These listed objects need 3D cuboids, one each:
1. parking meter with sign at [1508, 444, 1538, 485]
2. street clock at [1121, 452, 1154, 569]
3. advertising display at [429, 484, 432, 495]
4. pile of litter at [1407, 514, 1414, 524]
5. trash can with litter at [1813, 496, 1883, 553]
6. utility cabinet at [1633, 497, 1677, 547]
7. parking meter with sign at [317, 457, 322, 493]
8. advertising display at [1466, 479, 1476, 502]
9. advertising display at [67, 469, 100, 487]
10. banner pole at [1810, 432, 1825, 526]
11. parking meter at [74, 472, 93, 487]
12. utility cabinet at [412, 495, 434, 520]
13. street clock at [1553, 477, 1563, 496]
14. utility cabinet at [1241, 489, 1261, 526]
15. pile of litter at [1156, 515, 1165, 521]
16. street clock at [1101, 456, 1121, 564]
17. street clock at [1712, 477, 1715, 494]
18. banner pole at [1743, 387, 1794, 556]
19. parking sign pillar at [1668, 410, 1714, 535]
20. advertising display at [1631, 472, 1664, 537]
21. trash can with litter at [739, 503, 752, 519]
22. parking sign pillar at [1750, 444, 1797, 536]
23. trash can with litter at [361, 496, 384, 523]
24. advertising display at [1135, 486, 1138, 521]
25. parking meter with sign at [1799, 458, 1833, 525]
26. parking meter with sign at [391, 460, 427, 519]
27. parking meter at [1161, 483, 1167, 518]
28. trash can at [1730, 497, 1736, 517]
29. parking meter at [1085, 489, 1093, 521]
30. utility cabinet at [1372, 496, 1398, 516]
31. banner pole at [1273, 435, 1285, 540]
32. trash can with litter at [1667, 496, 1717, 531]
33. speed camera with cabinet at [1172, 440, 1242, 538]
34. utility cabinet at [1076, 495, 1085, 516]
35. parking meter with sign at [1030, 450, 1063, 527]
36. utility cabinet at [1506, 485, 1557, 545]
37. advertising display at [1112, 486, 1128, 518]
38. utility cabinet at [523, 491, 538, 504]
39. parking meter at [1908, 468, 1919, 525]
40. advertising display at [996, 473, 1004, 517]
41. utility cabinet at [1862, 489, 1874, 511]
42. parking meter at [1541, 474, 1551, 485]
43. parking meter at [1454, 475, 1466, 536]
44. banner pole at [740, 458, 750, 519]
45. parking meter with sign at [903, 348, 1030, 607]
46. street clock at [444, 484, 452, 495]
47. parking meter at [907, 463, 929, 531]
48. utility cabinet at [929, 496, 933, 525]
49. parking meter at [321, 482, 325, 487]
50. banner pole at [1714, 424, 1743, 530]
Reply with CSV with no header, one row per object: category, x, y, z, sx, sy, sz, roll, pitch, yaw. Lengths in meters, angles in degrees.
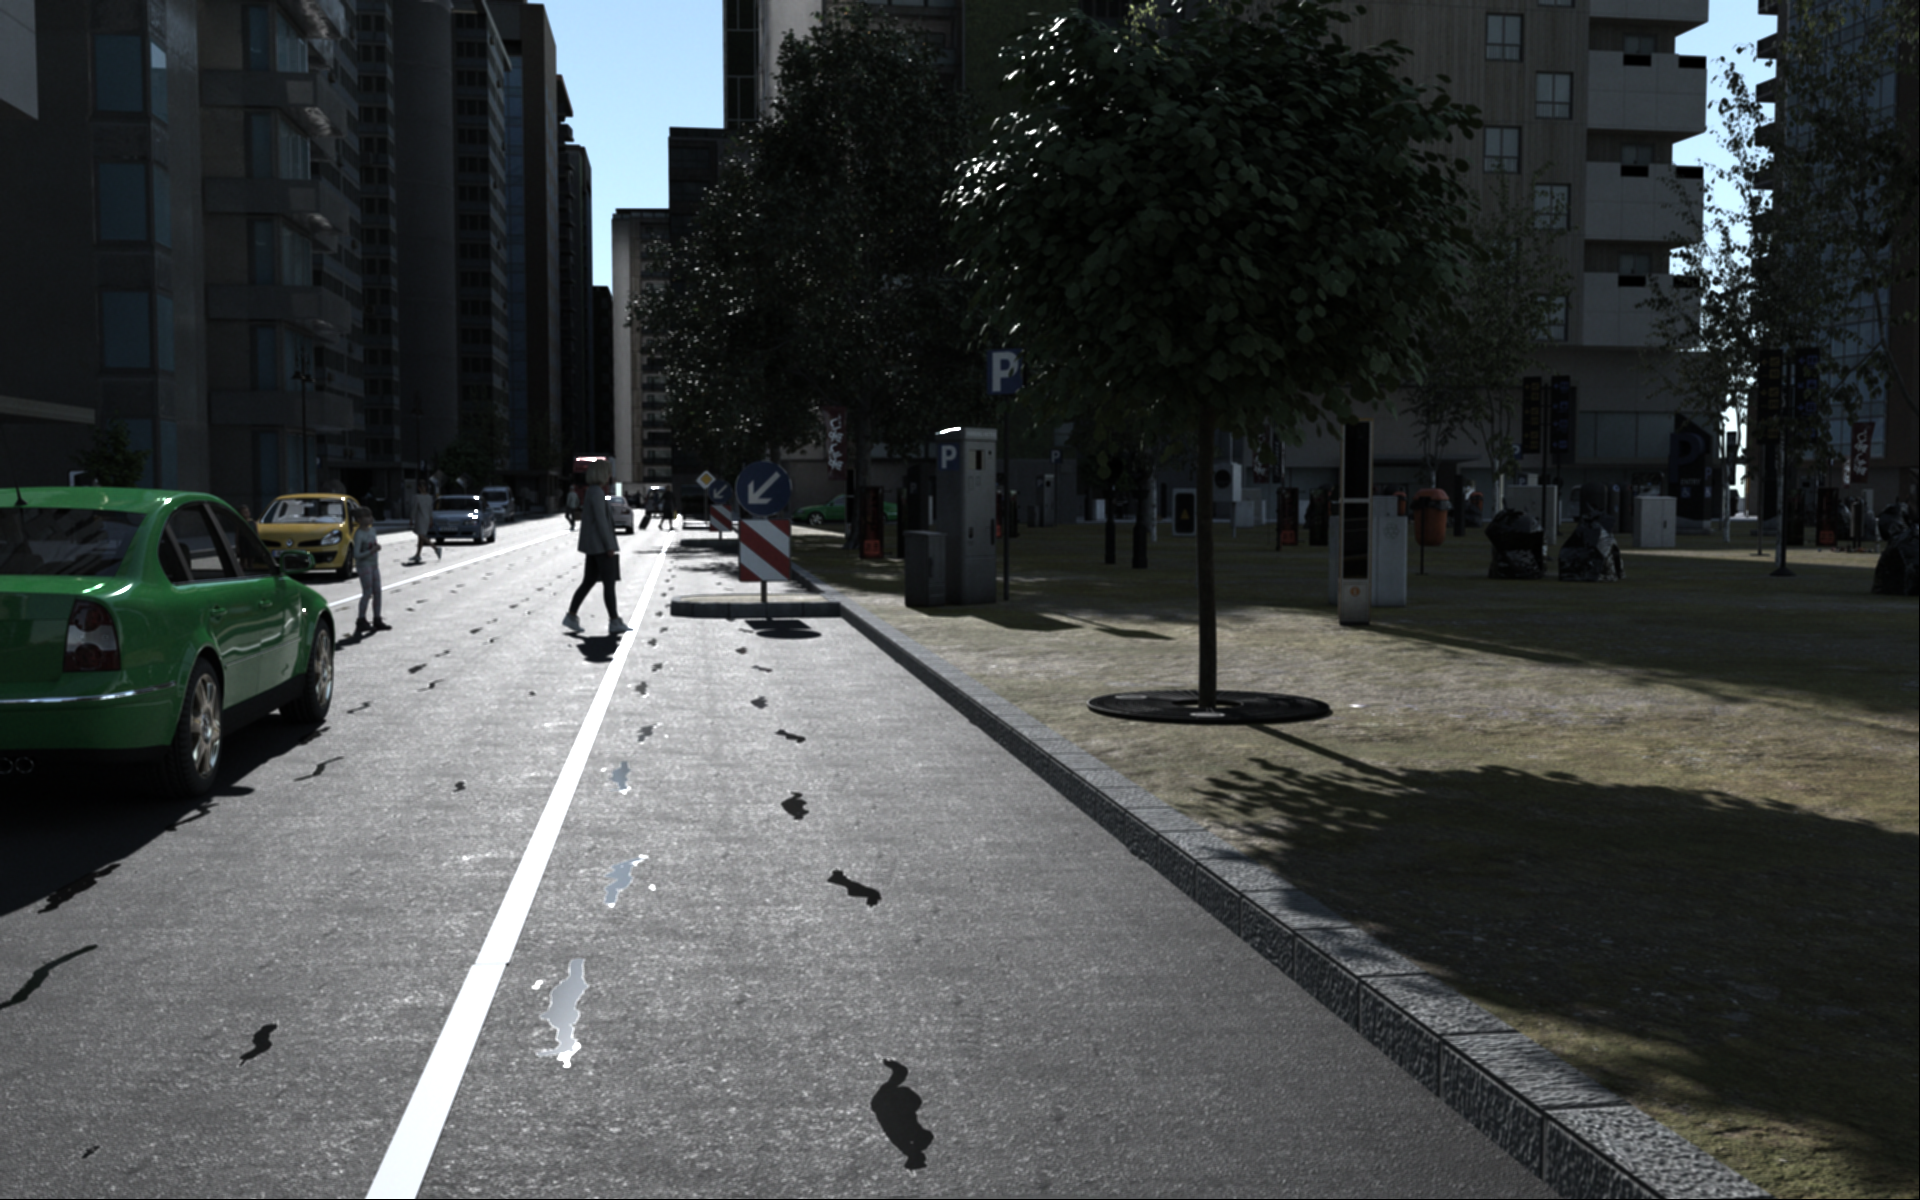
parking meter with sign,19.968,-3.952,60.869,1.738,3.016,0.543,-3,5,-39
street clock,3.102,-1.545,29.835,0.358,2.002,0.471,-2,4,-33
advertising display,-35.902,-6.804,116.461,0.974,1.923,0.123,2,4,27
pile of litter,19.434,-3.641,73.501,1.176,0.858,1.719,-3,5,-44
trash can with litter,19.944,-1.674,38.423,1.678,1.210,2.233,1,4,16
utility cabinet,16.781,-1.875,41.825,1.020,1.237,0.306,-1,4,-17
parking meter with sign,-30.444,-5.158,80.591,0.543,3.016,1.738,1,4,16
advertising display,22.300,-4.347,76.292,0.974,1.923,0.123,-2,4,-26
advertising display,-22.753,-2.449,45.251,0.974,1.923,0.123,-2,4,-33
banner pole,34.409,-4.853,69.363,0.401,3.779,0.863,0,4,-3
parking meter,-22.501,-2.371,44.475,0.255,1.863,0.399,2,4,32
utility cabinet,-26.729,-4.588,86.168,1.020,1.237,0.306,-1,4,-13
street clock,25.765,-4.288,74.674,0.358,2.002,0.471,-1,4,-13
utility cabinet,11.371,-3.685,68.926,1.173,1.500,0.318,0,4,2
pile of litter,9.241,-4.211,82.817,1.719,0.858,1.176,-3,5,-41
street clock,2.762,-1.665,31.789,0.471,2.002,0.358,0,4,6
street clock,31.011,-4.109,71.753,0.471,2.002,0.358,2,4,25
banner pole,16.812,-2.801,35.816,0.401,3.779,0.863,-2,4,-35
parking sign pillar,23.081,-4.054,54.752,1.447,3.967,1.447,-2,4,-33
advertising display,20.384,-2.823,51.375,0.123,1.923,0.974,-3,4,-36
trash can with litter,-10.415,-4.488,84.760,0.624,1.170,1.055,-2,4,-27
parking sign pillar,25.161,-3.964,53.283,1.447,3.967,1.447,-1,4,-10
trash can with litter,-26.927,-4.119,78.405,1.678,1.210,2.233,-2,4,-29
advertising display,7.068,-3.864,68.386,0.123,1.923,0.974,0,4,-5
parking meter with sign,35.611,-4.675,72.690,1.738,3.016,0.543,3,4,36
parking meter with sign,-28.124,-5.630,88.309,1.738,3.016,0.543,-3,5,-40
parking meter,10.862,-5.299,92.348,0.255,1.863,0.399,1,4,17
trash can,43.630,-5.291,98.159,0.748,1.137,0.748,0,3,0
parking meter,6.550,-4.874,88.099,0.372,1.533,0.369,0,3,0
utility cabinet,14.283,-2.906,58.674,1.020,1.237,0.306,0,4,-3
banner pole,9.029,-3.602,48.912,0.401,3.779,0.863,-1,4,-19
trash can with litter,24.990,-2.993,59.990,2.233,1.210,1.678,2,4,34
speed camera with cabinet,7.295,-3.482,51.272,2.038,3.252,0.660,3,4,37
utility cabinet,6.909,-5.461,100.441,1.020,1.237,0.306,2,4,32
parking meter with sign,3.269,-4.341,67.239,0.543,3.016,1.738,3,4,37
utility cabinet,14.305,-2.122,43.376,1.173,1.500,0.318,2,4,31
advertising display,8.422,-5.272,91.404,0.974,1.923,0.123,-1,4,-21
utility cabinet,-36.547,-8.480,147.333,1.173,1.500,0.318,1,4,11
parking meter,21.457,-2.023,38.779,0.255,1.863,0.399,0,4,-4
advertising display,1.099,-2.929,53.109,0.974,1.923,0.123,3,5,43
utility cabinet,40.972,-4.253,78.223,0.318,1.500,1.173,1,4,20
parking meter,17.150,-2.755,50.750,0.255,1.863,0.399,1,4,15
parking meter,15.201,-2.872,52.675,0.255,1.863,0.399,2,4,33
banner pole,-10.188,-5.651,82.403,0.863,3.779,0.401,3,5,44
parking meter with sign,0.049,-1.465,20.221,0.543,3.016,1.738,3,4,38
street clock,-31.044,-6.149,105.108,0.471,2.002,0.358,2,4,33
parking meter,-0.803,-1.666,32.949,0.255,1.863,0.399,-3,5,-43
utility cabinet,-1.594,-3.704,71.718,1.020,1.237,0.306,-3,5,-42
parking meter,-31.123,-4.842,84.883,0.255,1.863,0.399,-3,5,-41
banner pole,27.043,-4.345,61.065,0.401,3.779,0.863,-1,4,-21
